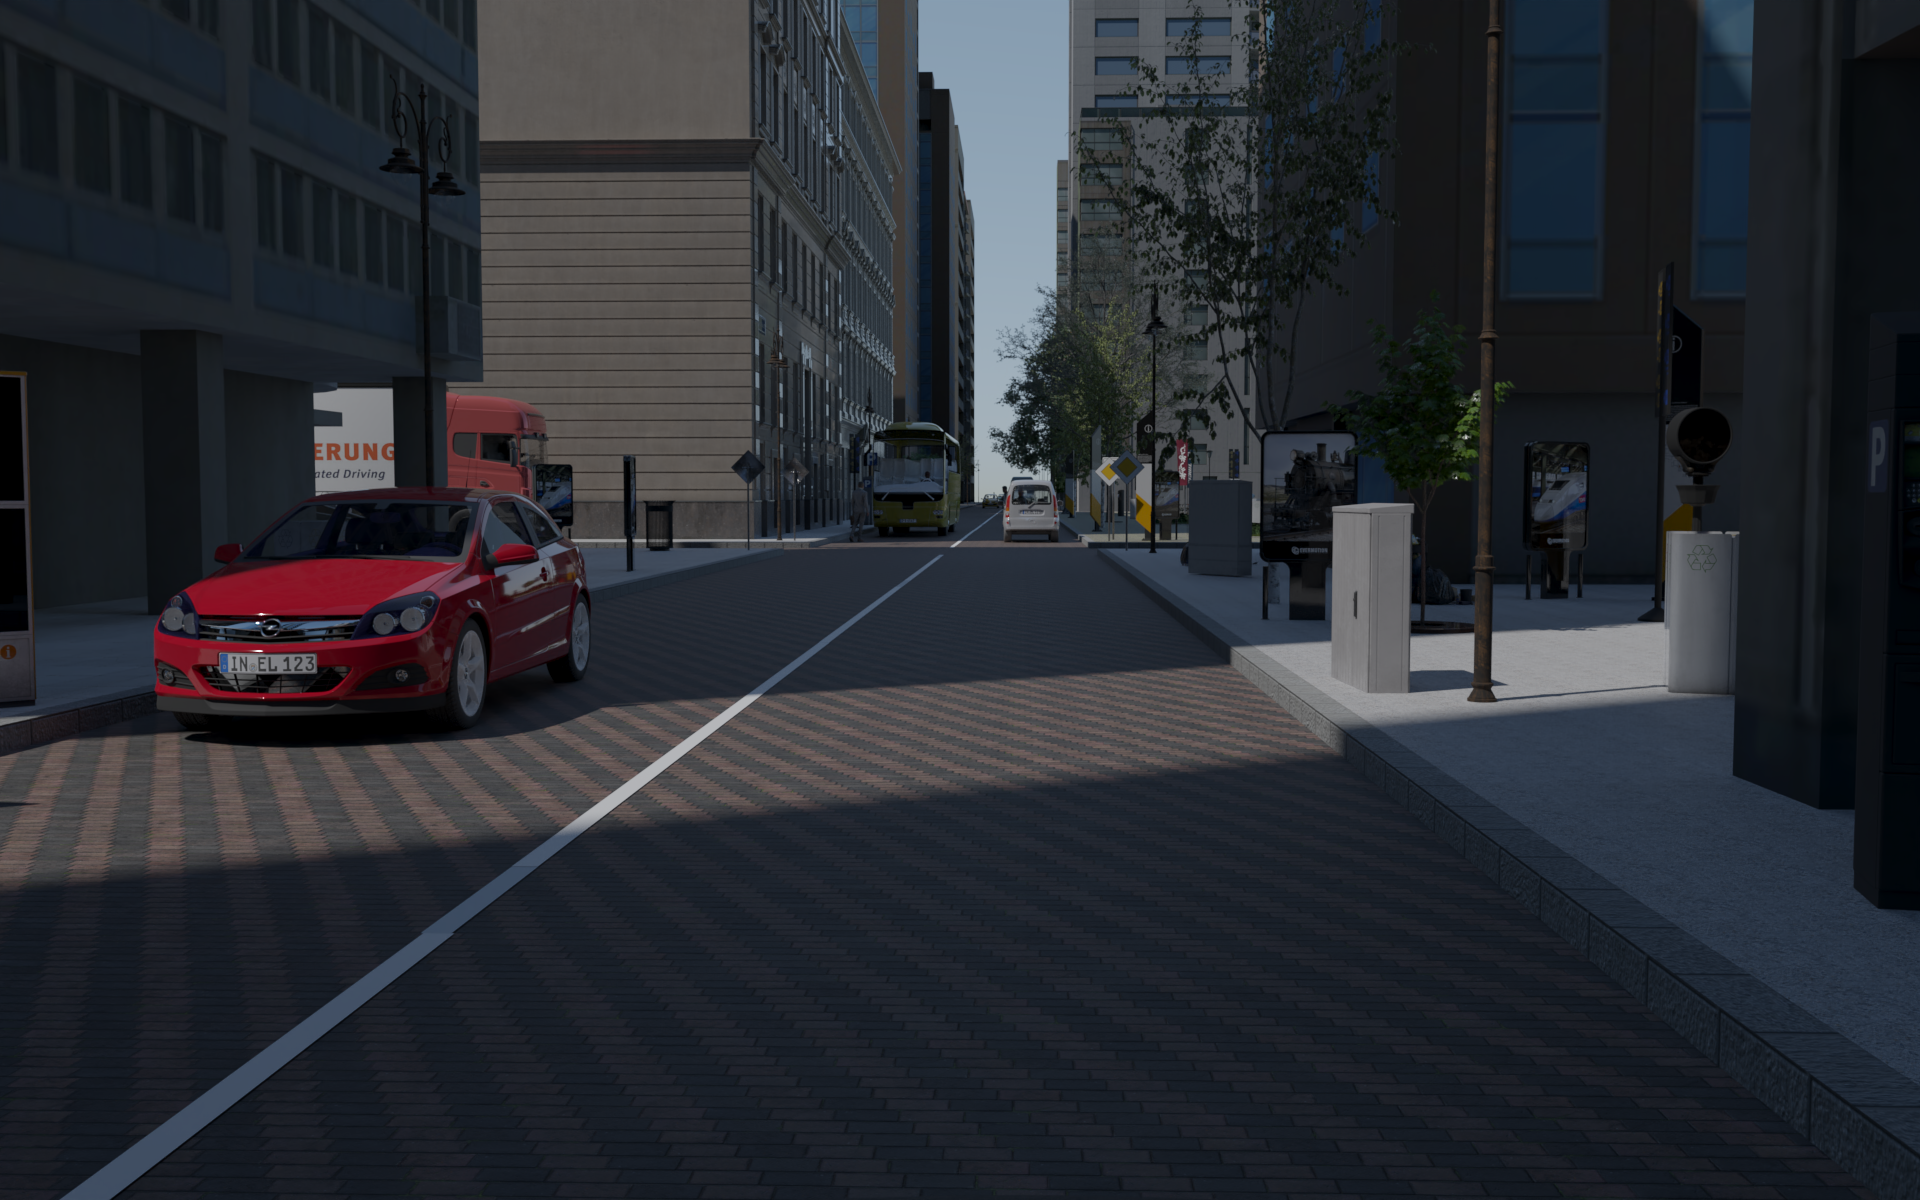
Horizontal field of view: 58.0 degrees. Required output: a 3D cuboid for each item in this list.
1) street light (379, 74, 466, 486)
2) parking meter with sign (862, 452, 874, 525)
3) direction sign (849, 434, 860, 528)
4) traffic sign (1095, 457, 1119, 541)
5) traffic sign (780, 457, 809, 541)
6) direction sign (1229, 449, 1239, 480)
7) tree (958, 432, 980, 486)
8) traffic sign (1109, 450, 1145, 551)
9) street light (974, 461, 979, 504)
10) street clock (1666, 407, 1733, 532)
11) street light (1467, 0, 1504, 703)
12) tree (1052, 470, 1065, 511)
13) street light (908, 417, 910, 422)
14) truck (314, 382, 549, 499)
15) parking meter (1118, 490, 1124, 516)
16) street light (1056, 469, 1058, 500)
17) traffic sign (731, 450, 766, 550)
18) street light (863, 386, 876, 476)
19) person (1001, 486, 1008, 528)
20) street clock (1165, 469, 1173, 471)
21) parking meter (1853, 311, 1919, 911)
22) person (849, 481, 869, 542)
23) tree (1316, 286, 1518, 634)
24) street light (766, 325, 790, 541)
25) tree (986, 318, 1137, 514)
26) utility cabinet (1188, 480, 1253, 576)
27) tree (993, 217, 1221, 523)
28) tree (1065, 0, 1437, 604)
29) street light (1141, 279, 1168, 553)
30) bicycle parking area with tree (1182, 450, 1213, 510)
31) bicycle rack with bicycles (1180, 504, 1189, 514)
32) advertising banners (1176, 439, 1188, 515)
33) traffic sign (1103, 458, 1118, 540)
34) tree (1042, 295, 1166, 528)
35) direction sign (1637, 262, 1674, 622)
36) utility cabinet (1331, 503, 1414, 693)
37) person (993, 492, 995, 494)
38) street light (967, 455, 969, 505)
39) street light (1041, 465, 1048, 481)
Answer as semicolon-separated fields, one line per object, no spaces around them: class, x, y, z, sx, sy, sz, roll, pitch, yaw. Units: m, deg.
street light;-6.053;-2.868;19.678;0.468;5.910;1.993;0;4;2
parking meter with sign;-3.805;-4.616;71.728;0.543;3.016;1.738;0;4;6
direction sign;-3.970;-4.481;65.260;0.379;3.537;0.876;1;4;20
traffic sign;4.058;-2.659;47.113;0.795;2.450;0.064;0;4;2
traffic sign;-4.530;-2.679;47.446;0.795;2.450;0.064;0;4;2
direction sign;13.737;-5.810;86.993;0.379;3.537;0.876;3;5;41
tree;0.059;-15.238;199.509;4.360;8.622;3.978;0;3;0
traffic sign;3.767;-2.171;39.134;0.795;2.450;0.064;0;4;2
street light;1.942;-16.023;234.757;0.468;5.910;1.993;0;4;2
street clock;6.190;-0.610;14.547;0.471;2.002;0.358;0;3;0
street light;3.233;-2.309;10.546;0.468;5.910;1.993;0;4;2
tree;7.698;-8.552;134.433;1.663;3.219;1.824;0;3;0
street light;-3.001;-7.904;102.015;0.468;5.910;1.993;0;4;2
truck;-15.424;-3.338;43.494;11.283;4.237;2.839;0;4;1
parking meter;9.278;-5.588;99.778;0.372;1.533;0.369;0;3;0
street light;8.032;-10.453;143.701;0.468;5.910;1.993;0;4;2
traffic sign;-4.820;-2.191;39.466;0.795;2.450;0.064;0;4;2
street light;-3.890;-6.225;74.569;0.468;5.910;1.993;0;4;2
person;1.972;-3.913;72.826;0.721;1.781;0.623;-3;5;-39
street clock;6.098;-2.837;50.954;0.358;2.002;0.471;-1;4;-17
parking meter;2.994;0.019;5.406;0.255;1.863;0.399;1;4;14
person;-3.020;-2.660;52.106;0.709;1.813;0.853;2;4;23
tree;4.418;-1.319;16.162;1.663;3.219;1.824;0;3;0
street light;-4.980;-4.578;47.633;0.468;5.910;1.993;0;4;2
tree;6.865;-11.847;110.704;9.611;12.733;9.660;0;3;0
utility cabinet;4.094;-1.134;27.221;0.318;1.500;1.173;-2;4;-32
tree;6.654;-10.250;77.960;12.009;13.543;11.850;0;3;0
tree;3.589;-4.278;20.308;4.360;8.622;3.978;0;3;0
street light;4.195;-3.957;37.487;0.468;5.910;1.993;0;4;2
bicycle parking area with tree;18.959;-7.784;114.274;8.231;4.147;9.016;0;4;3
bicycle rack with bicycles;12.346;-4.731;90.740;2.925;0.926;2.852;2;4;27
advertising banners;7.509;-3.557;54.341;0.090;3.025;2.074;-3;4;-37
traffic sign;4.302;-2.839;48.543;0.606;2.300;0.079;0;4;8
tree;5.516;-7.032;65.342;4.737;8.622;4.395;0;3;0
direction sign;7.044;-1.553;17.384;0.379;3.537;0.876;1;4;14
utility cabinet;2.744;-0.028;11.618;0.306;1.237;1.020;0;4;-1
person;5.188;-15.794;267.421;1.217;1.739;0.721;3;4;36
street light;0.897;-14.350;207.404;0.468;5.910;1.993;0;4;2
street light;11.007;-15.538;226.830;0.468;5.910;1.993;0;4;2
